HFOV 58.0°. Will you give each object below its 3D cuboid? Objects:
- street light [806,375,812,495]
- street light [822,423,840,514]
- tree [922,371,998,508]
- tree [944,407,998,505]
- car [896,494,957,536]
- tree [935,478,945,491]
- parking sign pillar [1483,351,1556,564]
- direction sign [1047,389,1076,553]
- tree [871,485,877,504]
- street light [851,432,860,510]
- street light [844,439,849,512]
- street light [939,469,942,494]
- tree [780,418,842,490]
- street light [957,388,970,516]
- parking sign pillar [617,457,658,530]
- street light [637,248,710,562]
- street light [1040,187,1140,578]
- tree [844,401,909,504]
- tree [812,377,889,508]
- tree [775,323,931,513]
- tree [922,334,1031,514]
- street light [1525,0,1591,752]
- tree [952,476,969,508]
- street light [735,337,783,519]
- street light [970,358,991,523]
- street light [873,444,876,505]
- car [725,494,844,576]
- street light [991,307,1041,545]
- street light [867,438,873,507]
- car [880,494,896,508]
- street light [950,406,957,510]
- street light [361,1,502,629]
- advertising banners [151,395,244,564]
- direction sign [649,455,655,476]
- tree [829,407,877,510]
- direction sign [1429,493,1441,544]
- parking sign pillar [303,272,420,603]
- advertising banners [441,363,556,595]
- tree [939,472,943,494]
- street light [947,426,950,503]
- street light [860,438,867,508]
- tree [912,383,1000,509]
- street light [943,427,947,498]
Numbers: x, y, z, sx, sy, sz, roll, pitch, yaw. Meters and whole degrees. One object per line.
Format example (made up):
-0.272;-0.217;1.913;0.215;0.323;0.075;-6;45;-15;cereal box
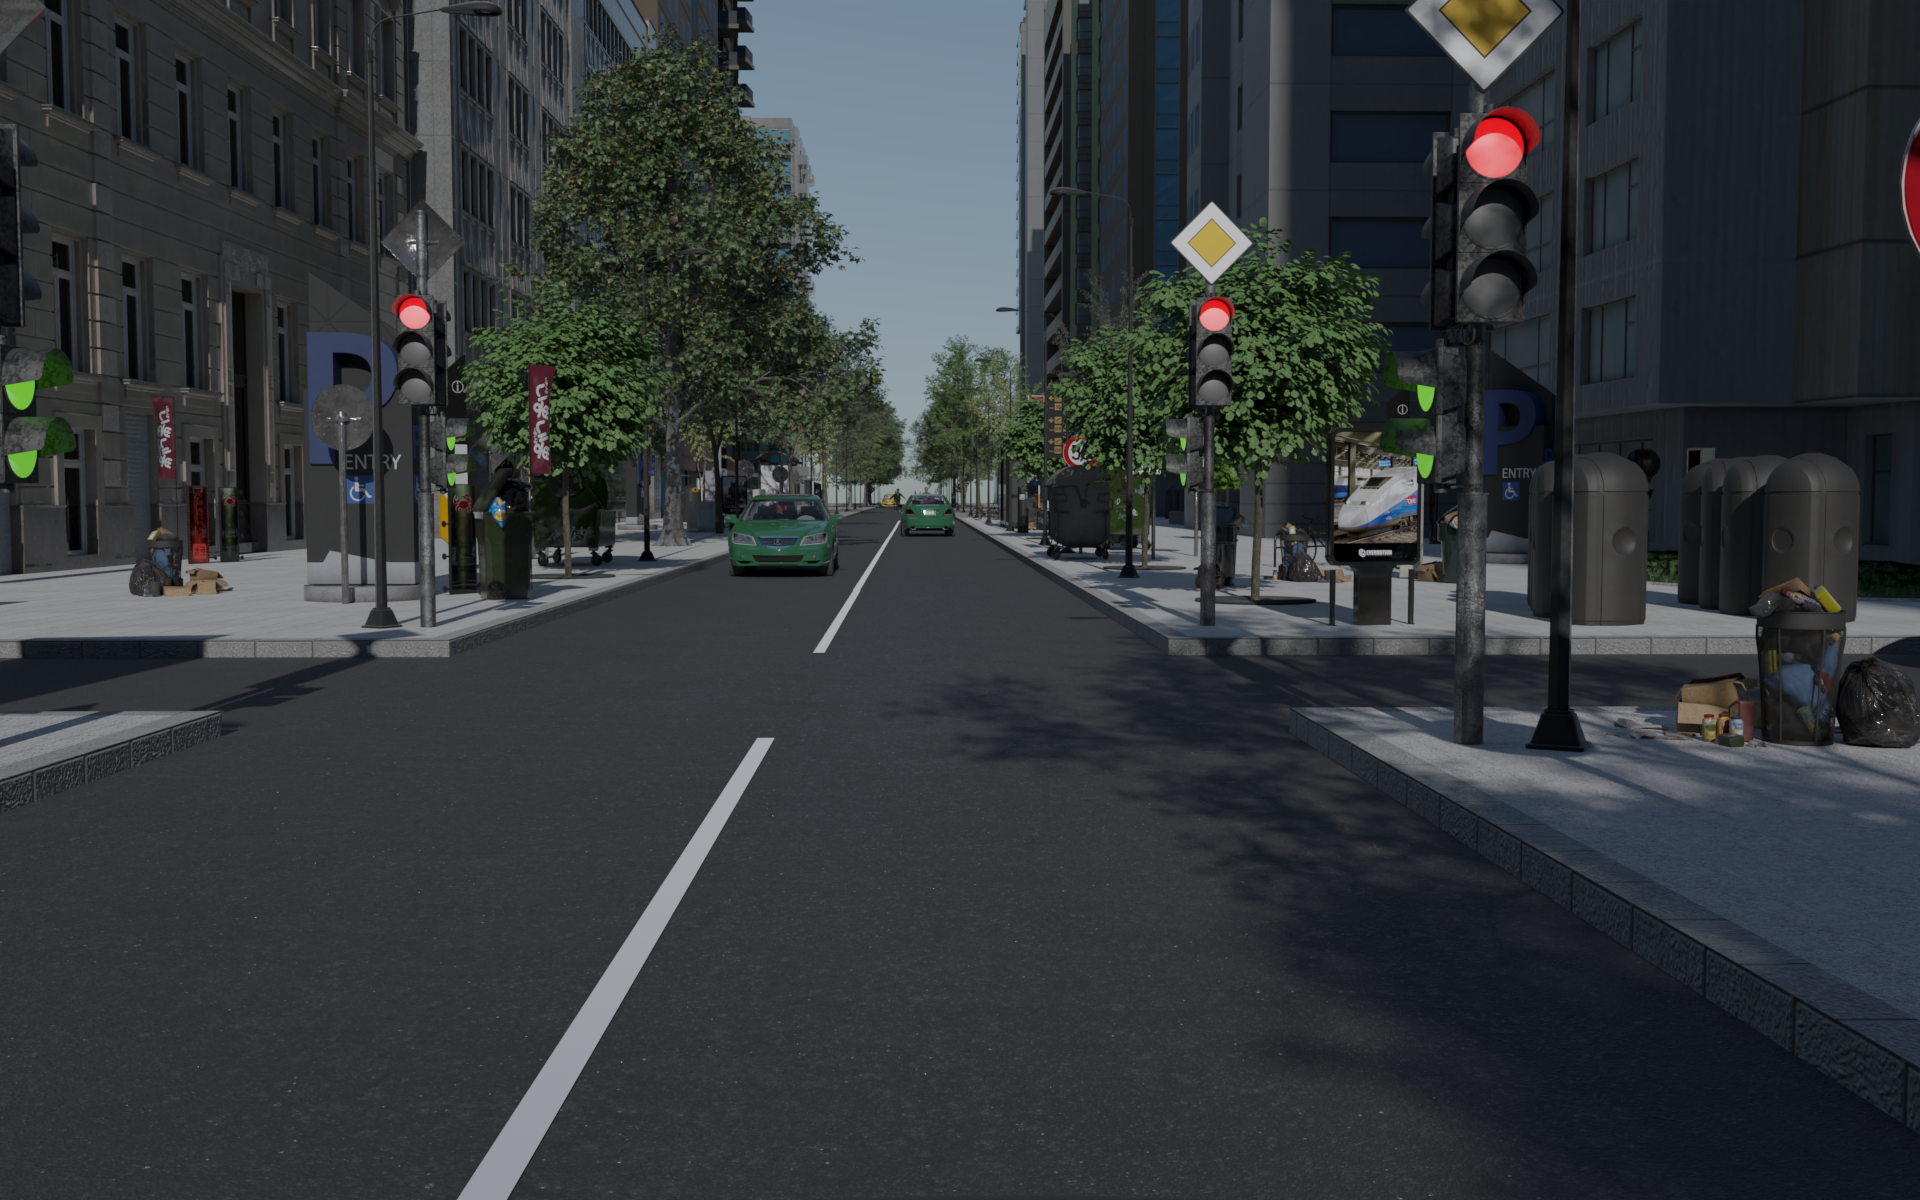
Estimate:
-6.305;-5.749;66.537;1.470;5.913;1.316;0;4;-1;street light
-6.687;-6.826;84.144;1.470;5.913;1.316;0;4;-1;street light
-0.029;-14.696;158.408;7.486;12.596;7.792;0;3;0;tree
-0.479;-15.786;175.101;9.611;12.733;9.660;0;3;0;tree
-1.131;-2.946;59.969;2.131;1.459;4.920;0;4;-3;car
-2.446;-17.808;241.515;4.360;8.622;3.978;0;3;0;tree
10.357;-2.675;32.207;1.447;3.967;1.447;-3;5;-42;parking sign pillar
2.322;-2.782;37.488;0.876;3.537;0.379;0;4;-4;direction sign
-12.290;-14.753;235.811;1.663;3.219;1.824;0;3;0;tree
-7.313;-8.422;110.234;1.470;5.913;1.316;0;4;-1;street light
-6.853;-7.391;93.389;1.470;5.913;1.316;0;4;-1;street light
-0.709;-9.952;135.261;1.470;5.913;1.316;0;4;-1;street light
-8.360;-9.072;98.686;4.737;8.622;4.395;0;3;0;tree
0.709;-6.305;75.632;1.470;5.913;1.316;0;4;-1;street light
-11.647;-4.526;62.471;1.447;3.967;1.447;1;4;9;parking sign pillar
-5.423;-3.689;32.850;1.470;5.913;1.316;0;4;-1;street light
2.051;-3.295;26.407;1.470;5.913;1.316;0;4;-1;street light
-11.240;-18.977;216.932;9.857;13.997;8.962;0;3;0;tree
-10.538;-15.065;164.436;7.486;12.596;7.792;0;3;0;tree
-9.250;-12.720;118.347;12.009;13.543;11.850;0;3;0;tree
1.066;-11.457;113.070;9.928;11.665;9.643;0;3;0;tree
2.491;-2.205;8.593;1.470;5.913;1.316;0;4;-1;street light
0.245;-10.437;165.243;1.663;3.219;1.824;0;3;0;tree
-5.945;-4.756;50.297;1.470;5.913;1.316;0;4;-1;street light
1.186;-5.312;59.395;1.470;5.913;1.316;0;4;-1;street light
-8.630;-11.434;159.493;1.470;5.913;1.316;0;4;-1;street light
-3.182;-1.219;31.731;2.131;1.459;4.920;0;4;-2;car
1.590;-4.319;43.156;1.470;5.913;1.316;0;4;-1;street light
-8.142;-10.433;143.121;1.470;5.913;1.316;0;4;-1;street light
-7.161;-10.260;177.974;2.015;1.641;3.980;0;4;-1;car
0.347;-7.299;91.872;1.470;5.913;1.316;0;4;-1;street light
-5.017;-2.687;16.480;1.470;5.913;1.316;0;4;-1;street light
-13.972;-2.176;31.763;0.090;3.025;2.074;1;4;21;advertising banners
-13.641;-5.072;74.928;0.876;3.537;0.379;-1;4;-8;direction sign
-8.671;-11.361;136.117;4.360;8.622;3.978;0;3;0;tree
12.228;-3.202;44.354;0.379;3.537;0.876;1;4;12;direction sign
-7.246;-1.992;21.038;1.447;3.967;1.447;0;4;-1;parking sign pillar
-6.010;-1.625;22.751;0.090;3.025;2.074;2;4;30;advertising banners
-2.648;-19.415;227.806;12.009;13.543;11.850;0;3;0;tree
0.104;-7.966;102.784;1.470;5.913;1.316;0;4;-1;street light
-7.765;-9.440;126.882;1.470;5.913;1.316;0;4;-1;street light
0.118;-12.829;144.160;8.767;10.594;7.601;-1;4;-20;tree
-0.287;-8.959;119.023;1.470;5.913;1.316;0;4;-1;street light
